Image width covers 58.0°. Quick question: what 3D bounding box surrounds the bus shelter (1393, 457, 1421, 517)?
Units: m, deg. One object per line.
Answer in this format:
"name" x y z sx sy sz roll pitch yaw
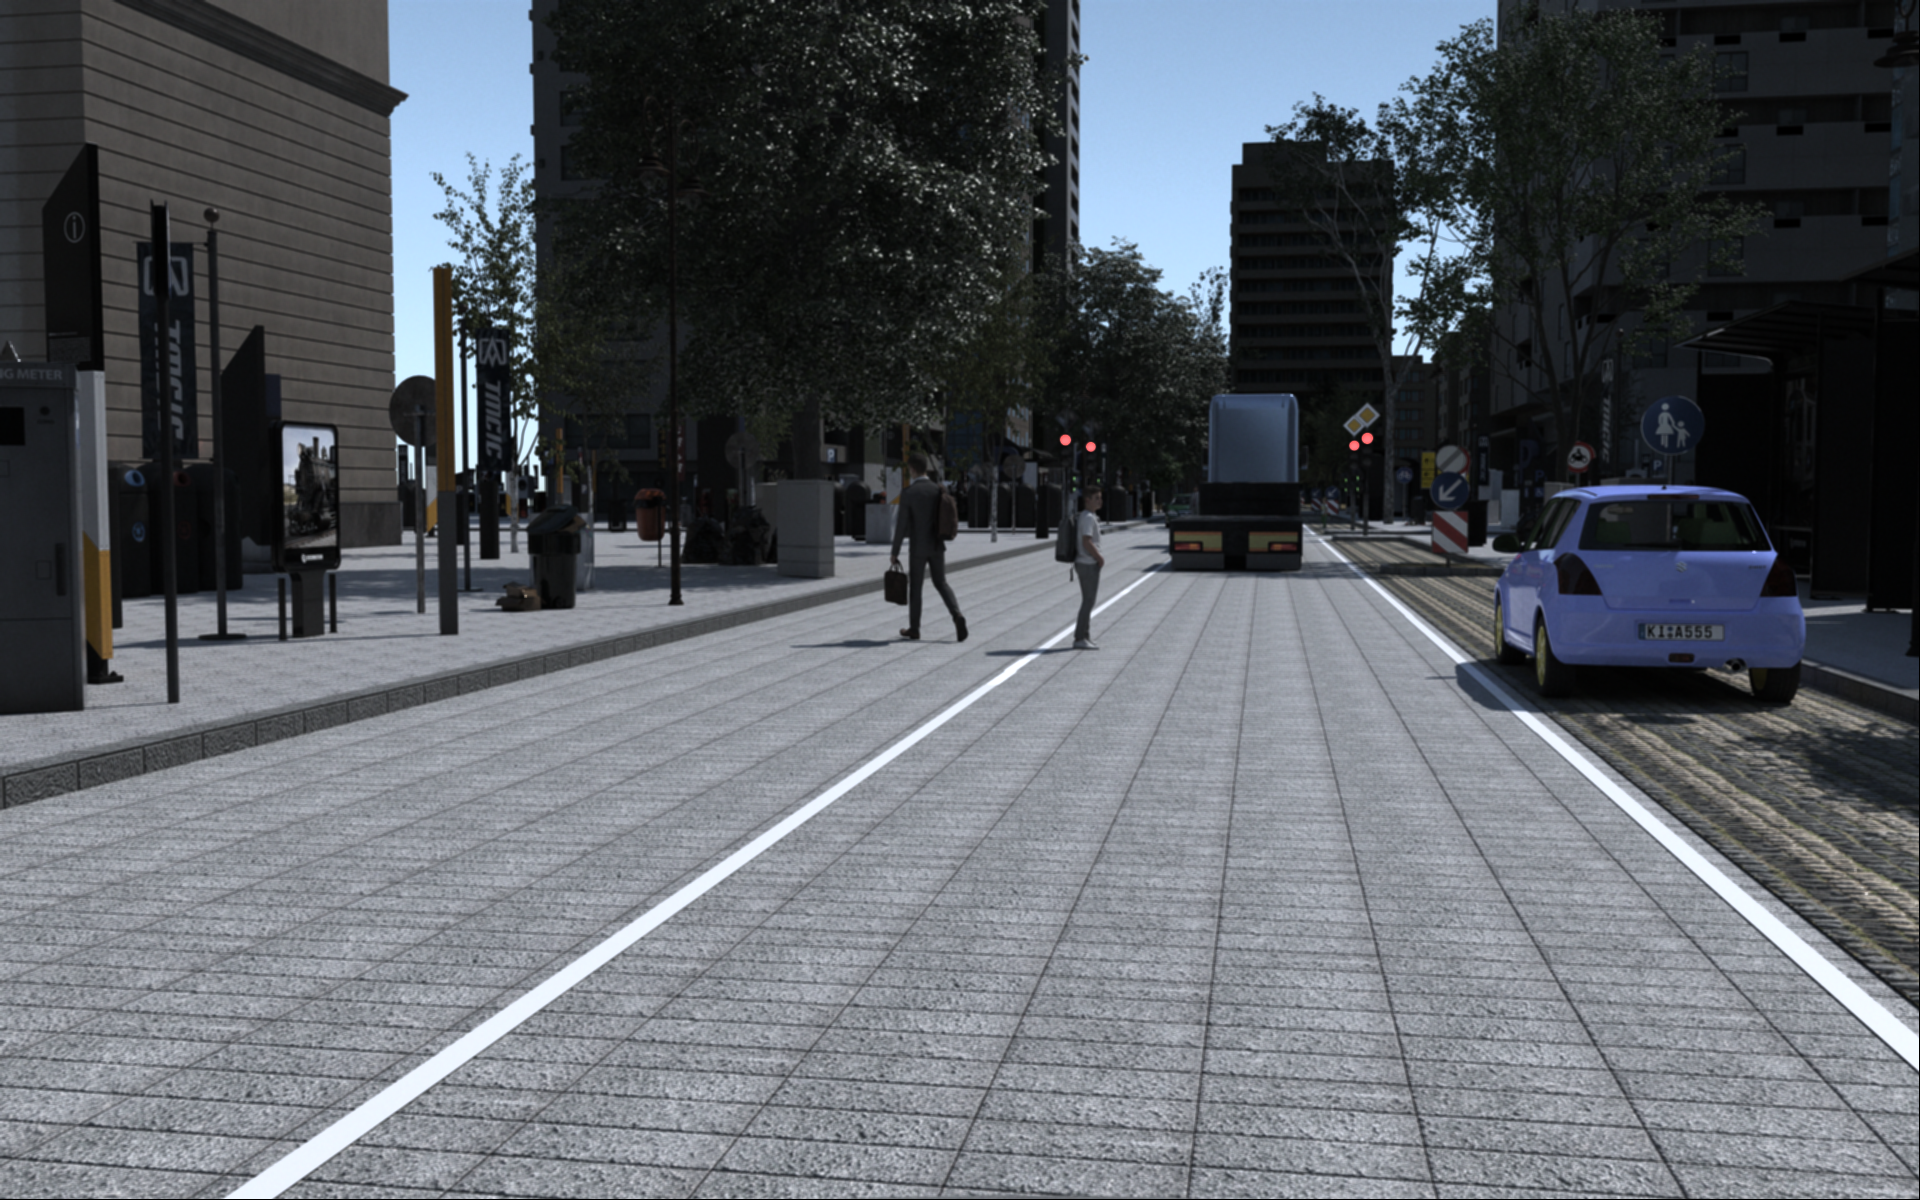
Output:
"bus shelter" 24.464 -6.250 96.119 2.014 3.302 5.546 1 4 10

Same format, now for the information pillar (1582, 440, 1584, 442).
"information pillar" 26.777 -5.095 74.652 0.183 3.616 0.504 1 4 9

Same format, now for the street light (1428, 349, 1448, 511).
"street light" 14.350 -4.854 52.148 0.468 5.910 1.993 1 4 10

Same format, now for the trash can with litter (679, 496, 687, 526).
"trash can with litter" -10.951 -3.605 69.996 1.678 1.210 2.233 1 4 12

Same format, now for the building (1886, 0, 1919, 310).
"building" 95.912 -33.874 173.455 30.456 49.044 23.786 1 4 10

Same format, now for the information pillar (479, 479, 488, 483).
"information pillar" -22.679 -4.772 82.521 0.304 2.012 0.304 -3 5 -44

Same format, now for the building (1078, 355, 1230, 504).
"building" 24.016 -24.664 248.297 28.899 21.520 27.650 1 4 10

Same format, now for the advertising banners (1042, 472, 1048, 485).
"advertising banners" 7.622 -8.705 138.507 2.074 3.025 0.090 0 3 0

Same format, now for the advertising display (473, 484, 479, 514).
"advertising display" -31.831 -6.668 114.241 0.123 1.923 0.974 1 4 15

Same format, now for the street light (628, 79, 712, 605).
"street light" -3.290 -2.880 19.881 0.468 5.910 1.993 1 4 10

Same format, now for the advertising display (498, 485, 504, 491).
"advertising display" -32.838 -7.195 122.845 0.974 1.923 0.123 1 4 12

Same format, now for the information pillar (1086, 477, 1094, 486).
"information pillar" 5.462 -4.187 72.948 0.304 2.012 0.304 1 4 9

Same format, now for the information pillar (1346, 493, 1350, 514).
"information pillar" 24.808 -6.488 110.572 0.304 2.012 0.304 0 4 3

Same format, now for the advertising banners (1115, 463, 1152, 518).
"advertising banners" 9.323 -5.945 93.389 2.074 3.025 0.090 1 4 15

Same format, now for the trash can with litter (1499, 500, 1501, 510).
"trash can with litter" 28.707 -4.970 92.642 0.624 1.170 1.055 2 4 35

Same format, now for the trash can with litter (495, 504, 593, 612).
"trash can with litter" -4.619 -0.479 19.216 0.624 1.170 1.055 2 4 27

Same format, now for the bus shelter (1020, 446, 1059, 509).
"bus shelter" 2.981 -4.995 75.586 2.014 3.302 5.546 1 4 10

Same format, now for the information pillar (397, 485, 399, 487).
"information pillar" -43.726 -7.995 135.208 0.304 2.012 0.304 -2 4 -25

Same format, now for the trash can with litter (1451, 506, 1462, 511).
"trash can with litter" 14.846 -2.424 51.015 0.624 1.170 1.055 -1 4 -9

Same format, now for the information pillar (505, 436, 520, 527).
"information pillar" -17.214 -4.600 66.566 0.504 3.616 0.183 -3 4 -38

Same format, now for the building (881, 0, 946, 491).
"building" -13.400 -30.420 121.063 21.300 48.544 21.600 1 4 10

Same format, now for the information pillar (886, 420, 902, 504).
"information pillar" -2.023 -3.745 52.592 0.504 3.616 0.183 0 4 3

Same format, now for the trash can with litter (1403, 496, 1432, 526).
"trash can with litter" 19.014 -3.635 70.496 2.233 1.210 1.678 0 4 1

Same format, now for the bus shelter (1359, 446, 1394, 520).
"bus shelter" 20.884 -5.884 87.483 1.731 3.624 6.357 1 4 10

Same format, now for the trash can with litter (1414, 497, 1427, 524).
"trash can with litter" 19.294 -3.756 72.791 0.624 1.170 1.055 1 4 15

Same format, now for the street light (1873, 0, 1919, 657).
"street light" 7.582 -2.492 13.524 0.468 5.910 1.993 1 4 10

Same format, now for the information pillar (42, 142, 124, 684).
"information pillar" -5.979 -1.247 11.748 0.504 3.616 0.183 2 4 26

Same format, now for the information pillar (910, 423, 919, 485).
"information pillar" -1.557 -3.983 56.477 0.504 3.616 0.183 -2 4 -26

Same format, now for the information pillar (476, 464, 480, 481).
"information pillar" -37.190 -8.719 133.914 0.504 3.616 0.183 0 4 6

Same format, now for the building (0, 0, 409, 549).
"building" -26.868 -14.787 39.028 25.104 27.353 12.463 1 4 10

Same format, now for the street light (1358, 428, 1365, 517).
"street light" 22.109 -7.517 95.698 0.468 5.910 1.993 1 4 10

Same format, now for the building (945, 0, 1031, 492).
"building" -1.869 -30.376 146.750 14.600 45.320 14.200 1 4 10

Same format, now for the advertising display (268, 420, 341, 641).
"advertising display" -5.872 -0.632 15.555 0.123 1.923 0.974 1 4 9

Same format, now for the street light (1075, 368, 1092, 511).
"street light" 4.520 -5.546 63.469 0.468 5.910 1.993 1 4 10

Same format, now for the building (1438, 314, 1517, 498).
"building" 64.496 -20.265 176.371 27.650 21.520 28.899 1 4 10

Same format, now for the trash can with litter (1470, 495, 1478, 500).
"trash can with litter" 30.306 -5.623 102.996 1.678 1.210 2.233 -3 5 -40

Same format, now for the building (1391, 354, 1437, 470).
"building" 73.851 -24.165 240.130 28.899 21.520 27.650 1 4 10

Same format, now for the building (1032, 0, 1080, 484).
"building" -1.270 -39.727 191.543 28.212 58.520 21.231 1 4 10

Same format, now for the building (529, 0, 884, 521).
"building" -12.203 -19.313 87.465 14.160 30.474 14.107 1 4 10

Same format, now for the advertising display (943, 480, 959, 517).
"advertising display" -0.419 -4.465 78.219 0.123 1.923 0.974 -3 5 -45

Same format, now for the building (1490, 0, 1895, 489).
"building" 60.971 -34.138 147.396 28.713 52.752 27.495 1 4 10

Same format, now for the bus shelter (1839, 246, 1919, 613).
"bus shelter" 9.798 -1.490 15.642 1.731 3.624 6.357 1 4 10

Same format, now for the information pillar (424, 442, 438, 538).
"information pillar" -15.534 -3.647 50.988 0.183 3.616 0.504 2 4 34

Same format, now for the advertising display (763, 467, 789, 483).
"advertising display" -4.359 -2.200 41.190 0.123 1.923 0.974 2 4 26

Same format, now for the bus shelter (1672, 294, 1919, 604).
"bus shelter" 11.390 -1.993 23.876 1.731 3.624 6.357 1 4 10

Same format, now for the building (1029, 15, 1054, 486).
"building" -1.653 -44.399 164.175 20.563 71.187 20.611 1 4 10

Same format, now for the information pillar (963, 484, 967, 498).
"information pillar" 0.365 -7.400 125.484 0.304 2.012 0.304 1 4 9

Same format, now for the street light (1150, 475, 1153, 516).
"street light" 11.300 -7.911 102.128 0.468 5.910 1.993 1 4 10

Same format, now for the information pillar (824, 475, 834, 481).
"information pillar" -5.124 -3.868 67.731 0.304 2.012 0.304 -2 4 -24

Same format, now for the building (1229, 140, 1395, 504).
"building" 48.372 -37.707 240.218 21.600 48.544 21.300 1 4 10

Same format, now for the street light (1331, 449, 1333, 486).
"street light" 28.906 -9.879 134.316 0.468 5.910 1.993 1 4 10
